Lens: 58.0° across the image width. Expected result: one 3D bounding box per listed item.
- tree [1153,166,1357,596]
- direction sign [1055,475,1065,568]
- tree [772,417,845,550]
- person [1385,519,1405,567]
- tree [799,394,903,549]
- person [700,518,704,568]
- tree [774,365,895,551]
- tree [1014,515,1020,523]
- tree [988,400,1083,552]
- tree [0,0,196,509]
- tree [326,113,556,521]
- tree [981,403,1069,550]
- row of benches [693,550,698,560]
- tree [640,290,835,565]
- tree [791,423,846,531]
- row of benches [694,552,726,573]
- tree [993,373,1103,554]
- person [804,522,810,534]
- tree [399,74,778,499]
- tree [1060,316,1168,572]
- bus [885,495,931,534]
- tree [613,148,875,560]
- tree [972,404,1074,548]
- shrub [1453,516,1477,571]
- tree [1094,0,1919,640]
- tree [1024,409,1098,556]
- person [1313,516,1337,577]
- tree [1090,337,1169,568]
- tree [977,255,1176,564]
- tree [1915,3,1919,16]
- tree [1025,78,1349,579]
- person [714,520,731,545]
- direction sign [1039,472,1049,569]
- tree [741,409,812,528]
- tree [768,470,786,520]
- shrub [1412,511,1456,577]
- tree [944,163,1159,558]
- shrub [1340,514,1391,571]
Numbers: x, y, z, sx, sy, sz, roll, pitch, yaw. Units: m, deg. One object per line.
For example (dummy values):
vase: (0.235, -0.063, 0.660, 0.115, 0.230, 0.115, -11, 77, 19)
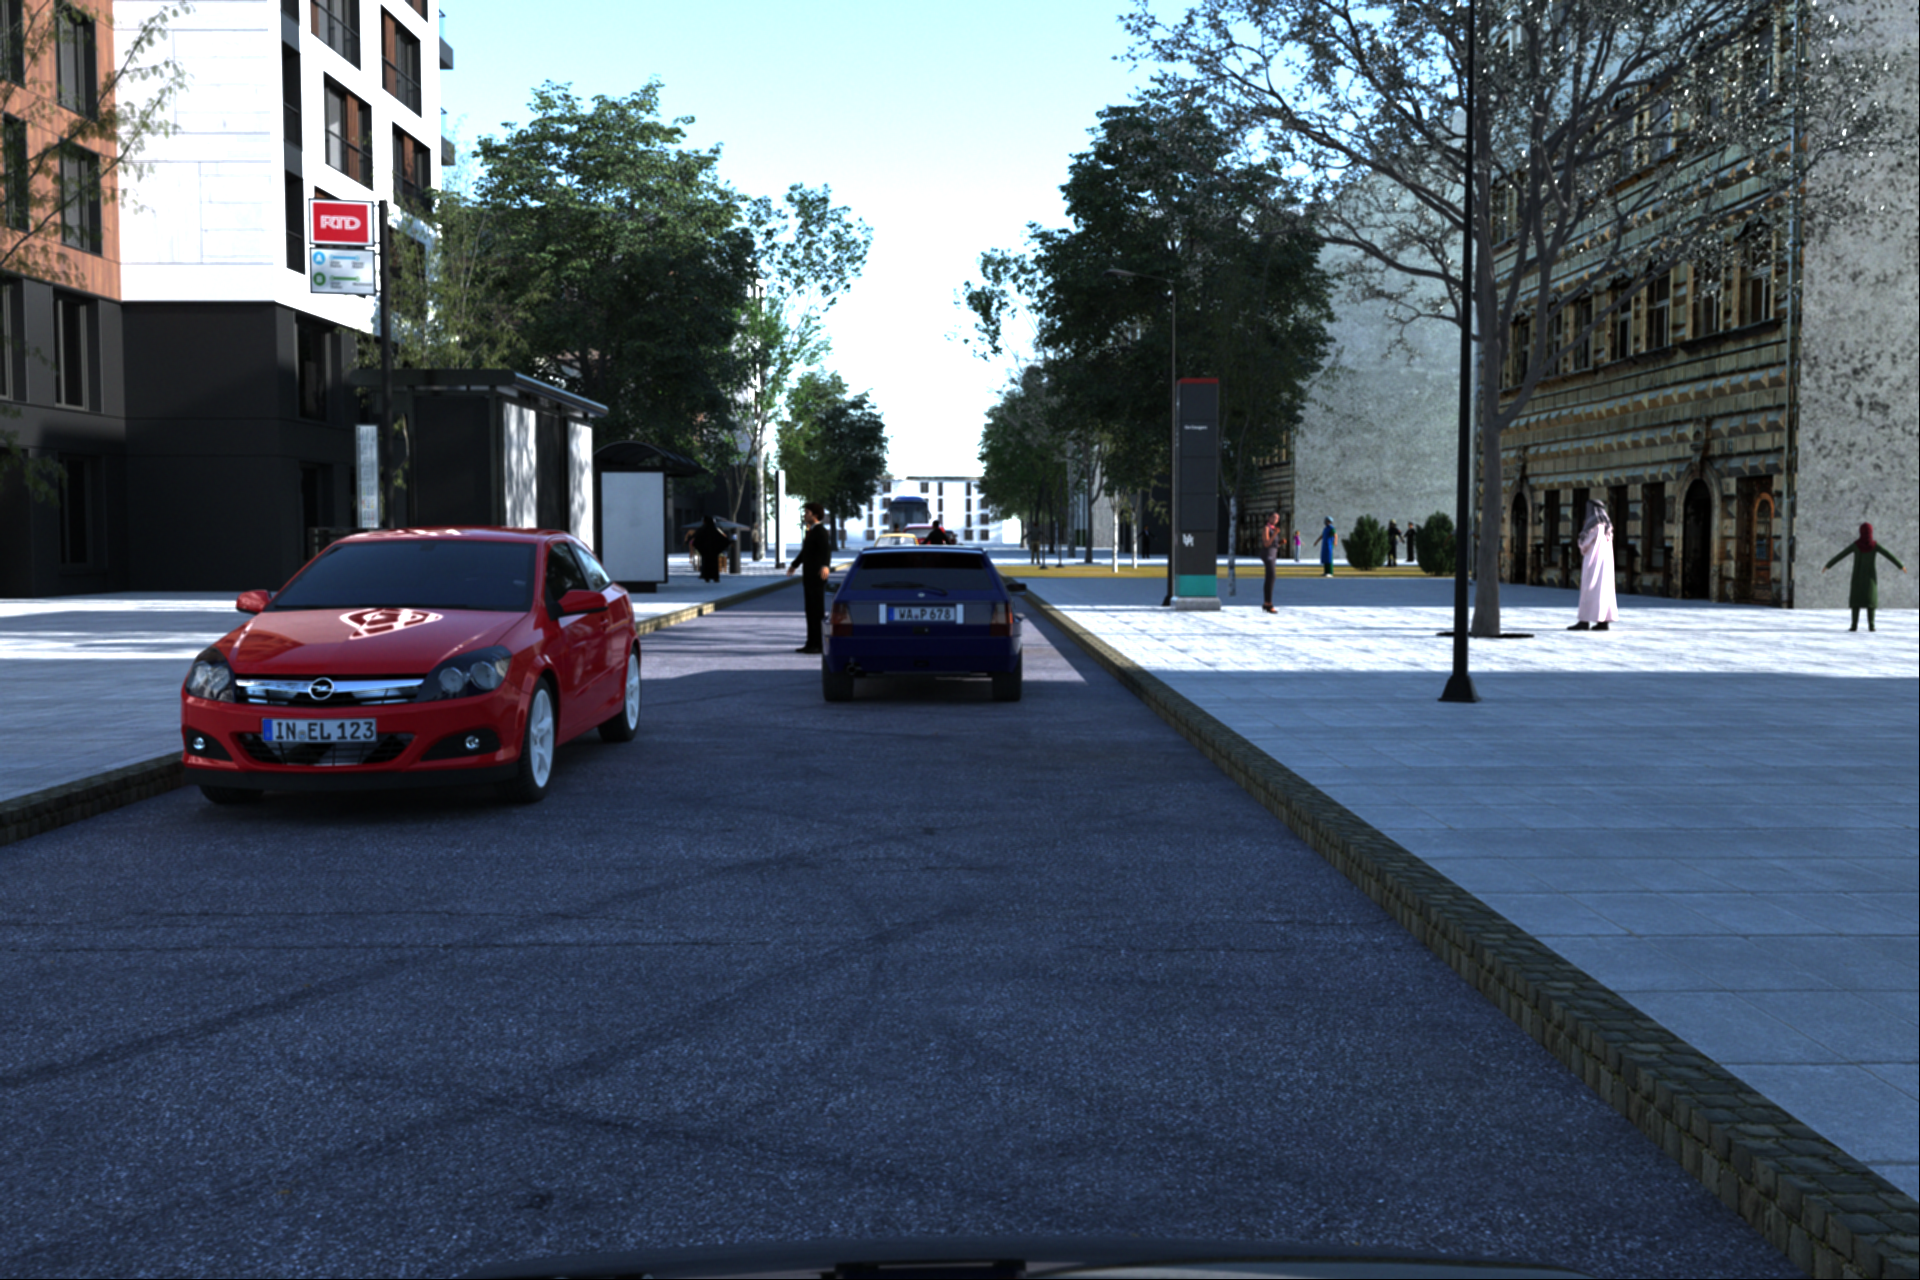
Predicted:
tree: (5.447, -5.211, 35.560, 4.360, 8.622, 3.978, 0, 3, 0)
direction sign: (3.841, -4.549, 66.377, 0.379, 3.537, 0.876, 0, 4, -2)
tree: (-9.394, -9.469, 105.173, 4.737, 8.622, 4.395, 0, 3, 0)
person: (16.640, -3.730, 66.761, 0.705, 1.856, 1.354, -3, 4, -36)
tree: (-10.173, -14.577, 148.708, 12.009, 13.543, 11.850, 0, 3, 0)
person: (-7.739, -2.871, 52.903, 1.349, 1.833, 0.705, 3, 5, 42)
tree: (-9.428, -13.609, 129.157, 9.857, 13.997, 8.962, 0, 3, 0)
tree: (9.934, -18.261, 248.922, 4.360, 8.622, 3.978, 0, 3, 0)
tree: (5.517, -11.953, 121.193, 9.928, 11.665, 9.643, 0, 3, 0)
tree: (-9.736, -3.973, 15.318, 4.360, 8.622, 3.978, 0, 3, 0)
tree: (-9.423, -4.907, 30.599, 4.360, 8.622, 3.978, 0, 3, 0)
tree: (5.446, -13.678, 141.765, 7.486, 12.596, 7.792, 0, 3, 0)
row of benches: (-10.336, -3.314, 69.654, 1.422, 0.672, 4.104, -1, 4, -11)
tree: (-9.329, -8.947, 72.034, 9.928, 11.665, 9.643, 0, 3, 0)
tree: (-9.727, -10.105, 115.583, 4.737, 8.622, 4.395, 0, 3, 0)
row of benches: (-8.536, -2.668, 59.078, 1.422, 0.672, 4.104, -1, 4, -15)
tree: (5.752, -11.357, 111.438, 9.928, 11.665, 9.643, 0, 3, 0)
person: (-5.347, -3.390, 61.898, 0.721, 1.772, 1.216, 0, 4, -7)
tree: (-9.873, -8.609, 47.407, 9.857, 13.997, 8.962, 0, 3, 0)
tree: (4.983, -6.596, 58.200, 4.360, 8.622, 3.978, 0, 3, 0)
bus: (-3.269, -7.498, 114.137, 2.896, 3.916, 12.251, 0, 4, 0)
tree: (-11.376, -14.128, 86.874, 12.611, 20.169, 13.585, 0, 3, 0)
tree: (5.600, -15.145, 154.267, 9.857, 13.997, 8.962, 0, 3, 0)
shrub: (17.773, -3.426, 60.056, 1.661, 2.075, 1.752, 0, 3, 0)
tree: (6.705, -6.776, 21.163, 12.009, 13.543, 11.850, 0, 3, 0)
tree: (6.027, -9.348, 103.197, 4.737, 8.622, 4.395, 0, 3, 0)
person: (11.104, -2.830, 52.400, 0.704, 1.817, 1.347, -1, 4, -16)
tree: (6.468, -6.985, 64.564, 4.360, 8.622, 3.978, 0, 3, 0)
tree: (5.767, -10.084, 75.245, 12.009, 13.543, 11.850, 0, 3, 0)
tree: (6.553, -4.964, 6.921, 9.928, 11.665, 9.643, 0, 3, 0)
tree: (6.311, -8.683, 48.627, 9.857, 13.997, 8.962, 0, 3, 0)
person: (-8.855, -3.430, 61.937, 1.347, 1.847, 0.705, -1, 4, -16)
direction sign: (3.066, -4.363, 63.334, 0.379, 3.537, 0.876, 0, 4, 0)
tree: (-10.233, -9.076, 98.763, 4.737, 8.622, 4.395, 0, 3, 0)
tree: (-28.114, -19.113, 246.913, 7.601, 10.594, 8.767, 0, 4, 2)
shrub: (14.477, -2.928, 52.296, 1.690, 2.028, 1.600, 0, 3, 0)
tree: (5.523, -14.386, 91.107, 12.611, 20.169, 13.585, 0, 3, 0)
shrub: (14.144, -3.418, 60.308, 1.690, 2.028, 1.600, 0, 3, 0)
